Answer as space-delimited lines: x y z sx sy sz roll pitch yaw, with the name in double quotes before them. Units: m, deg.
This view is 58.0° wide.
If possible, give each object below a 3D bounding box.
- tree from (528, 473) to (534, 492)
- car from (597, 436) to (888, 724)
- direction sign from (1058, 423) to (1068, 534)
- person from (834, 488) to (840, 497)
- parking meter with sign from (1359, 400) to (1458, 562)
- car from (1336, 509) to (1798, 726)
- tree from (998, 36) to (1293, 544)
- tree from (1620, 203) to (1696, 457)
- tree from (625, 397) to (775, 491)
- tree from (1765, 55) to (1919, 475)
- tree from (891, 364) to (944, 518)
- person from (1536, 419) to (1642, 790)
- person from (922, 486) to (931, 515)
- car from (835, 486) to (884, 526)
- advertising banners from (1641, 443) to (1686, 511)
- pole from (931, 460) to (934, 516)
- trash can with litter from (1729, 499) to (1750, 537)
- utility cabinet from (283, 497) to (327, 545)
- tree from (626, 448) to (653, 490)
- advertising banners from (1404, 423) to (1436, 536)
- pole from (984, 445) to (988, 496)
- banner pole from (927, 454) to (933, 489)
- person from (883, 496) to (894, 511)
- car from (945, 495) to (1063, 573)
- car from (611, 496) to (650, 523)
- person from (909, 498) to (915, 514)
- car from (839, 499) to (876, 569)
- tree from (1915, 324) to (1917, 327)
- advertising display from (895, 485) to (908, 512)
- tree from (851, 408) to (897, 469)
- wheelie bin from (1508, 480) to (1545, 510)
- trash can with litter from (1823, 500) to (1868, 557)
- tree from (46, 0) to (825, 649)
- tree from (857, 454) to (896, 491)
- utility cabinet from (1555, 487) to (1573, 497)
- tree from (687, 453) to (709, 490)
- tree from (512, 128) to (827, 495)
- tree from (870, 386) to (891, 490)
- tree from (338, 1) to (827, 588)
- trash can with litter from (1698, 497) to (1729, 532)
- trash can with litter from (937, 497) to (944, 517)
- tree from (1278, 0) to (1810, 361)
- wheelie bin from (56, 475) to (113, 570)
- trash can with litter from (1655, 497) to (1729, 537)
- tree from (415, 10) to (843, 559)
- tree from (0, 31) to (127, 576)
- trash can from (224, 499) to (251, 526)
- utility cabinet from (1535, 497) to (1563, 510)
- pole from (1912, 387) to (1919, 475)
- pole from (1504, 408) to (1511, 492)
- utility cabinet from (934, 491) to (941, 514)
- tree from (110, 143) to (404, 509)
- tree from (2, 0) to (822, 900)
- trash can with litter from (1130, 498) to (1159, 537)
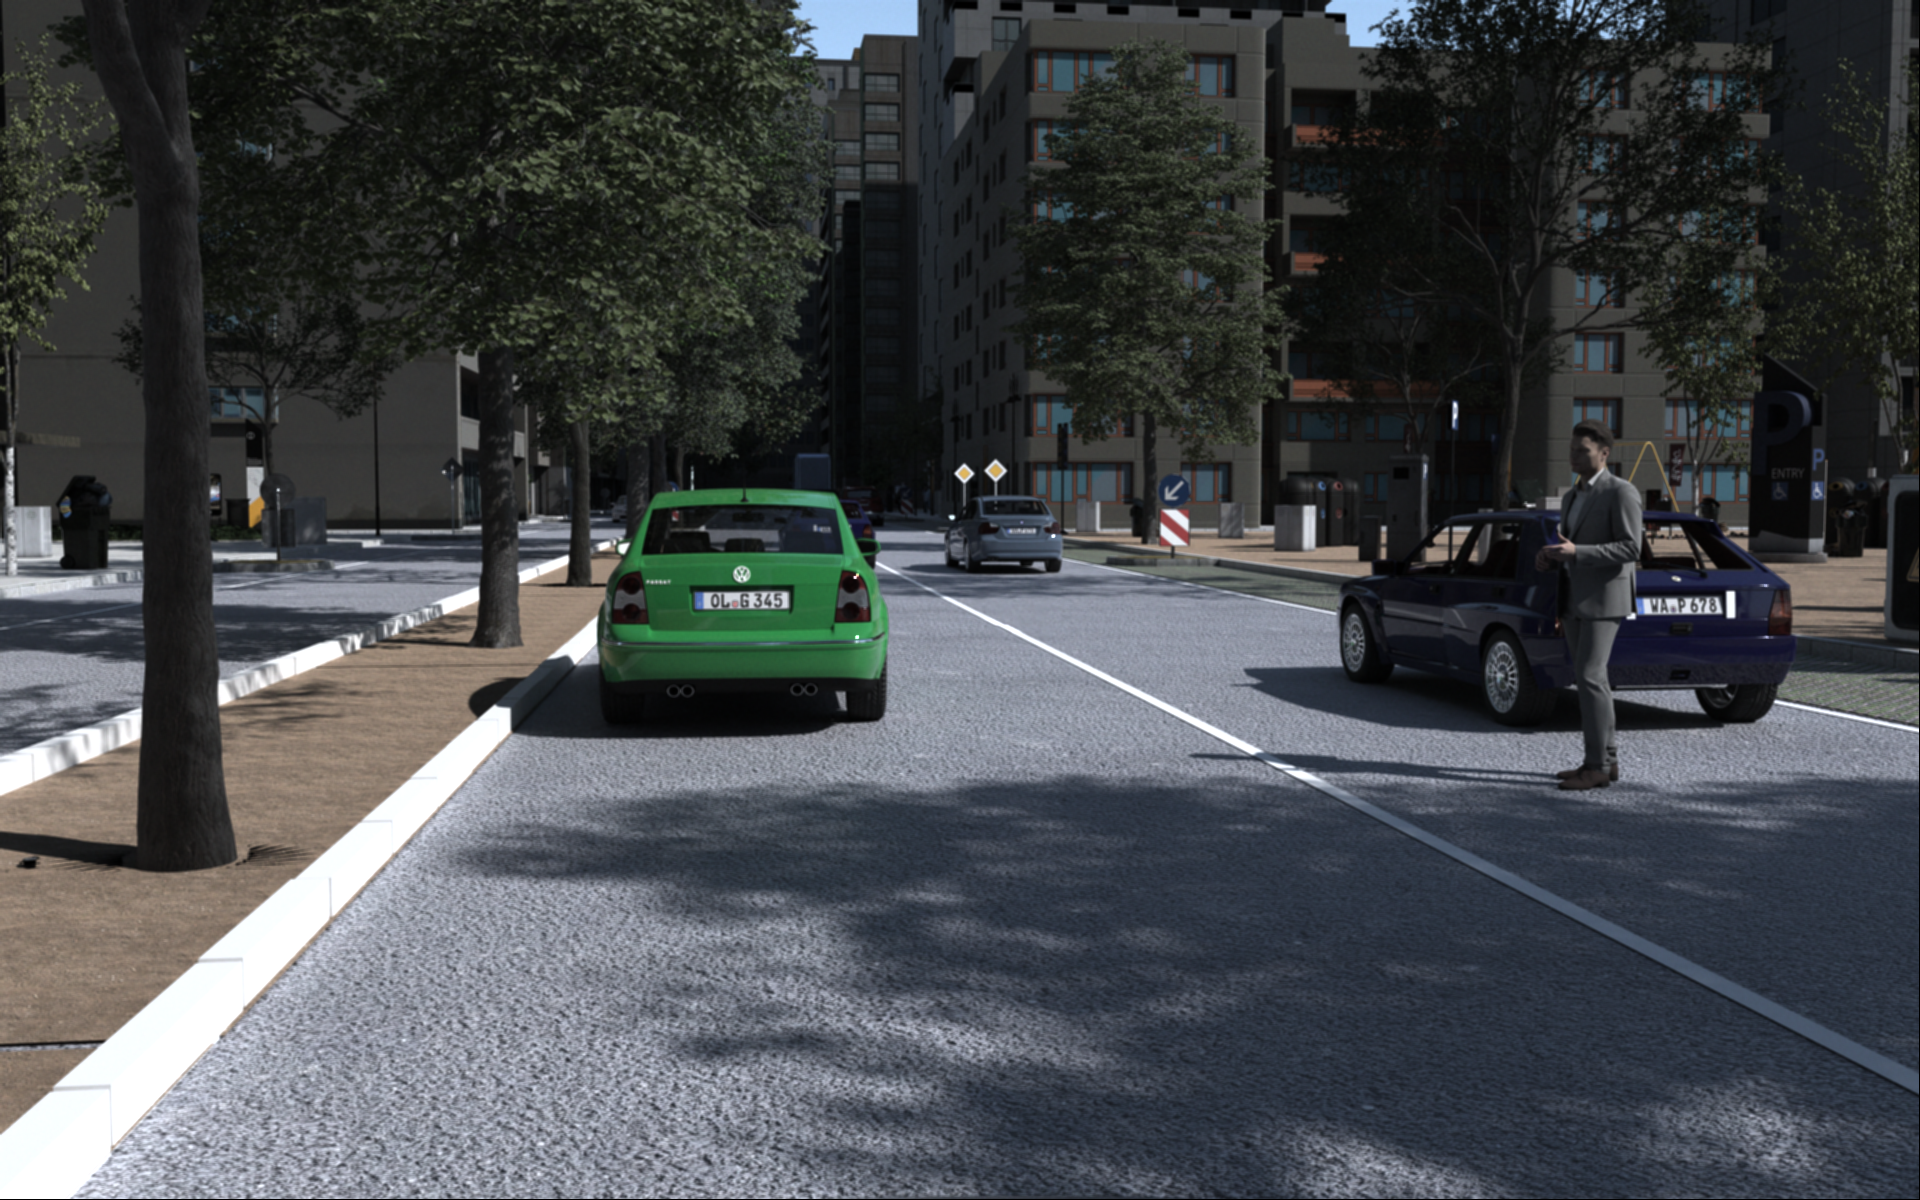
"tree" -22.774 -5.725 88.211 1.663 3.219 1.824 0 3 0
"car" -1.500 -0.211 12.248 1.959 1.807 4.718 0 4 -6
"direction sign" 3.284 -3.880 55.429 0.379 3.537 0.876 -1 4 -17
"person" -7.387 -5.538 99.259 1.509 1.804 0.699 0 4 7
"parking meter with sign" 8.426 -2.225 32.647 1.738 3.016 0.543 2 4 27
"car" 4.005 0.027 12.132 1.945 1.354 3.894 -1 4 -8
"tree" 4.441 -7.704 44.087 7.486 12.596 7.792 0 3 0
"tree" 17.355 -5.501 40.298 4.737 8.622 4.395 0 3 0
"tree" -12.228 -8.563 76.872 8.767 10.594 7.601 0 4 -7
"tree" 15.373 -4.775 28.439 4.737 8.622 4.395 0 3 0
"tree" -1.084 -8.813 94.451 4.737 8.622 4.395 0 3 0
"person" 3.049 0.008 8.566 0.583 1.804 0.606 -1 4 -18
"person" -1.960 -6.088 105.839 0.793 1.790 0.793 0 4 -4
"car" -4.622 -4.270 78.485 2.281 1.827 5.304 0 4 -8
"advertising banners" 24.151 -3.925 60.361 2.074 3.025 0.090 2 4 28
"pole" -1.650 -6.695 103.311 0.158 3.312 0.155 0 3 0
"trash can with litter" 23.801 -2.516 52.189 1.678 1.210 2.233 -1 4 -14
"utility cabinet" -16.631 -2.005 43.948 1.020 1.237 0.306 -2 4 -24
"tree" -34.646 -14.296 184.107 4.737 8.622 4.395 0 3 0
"advertising banners" 11.179 -2.814 42.205 0.090 3.025 2.074 0 4 -6
"pole" 1.079 -4.822 72.683 0.158 3.312 0.155 0 3 0
"banner pole" -1.856 -7.260 108.719 0.401 3.779 0.863 2 4 33
"person" -5.328 -7.108 127.756 1.012 1.151 0.738 -3 5 -44
"car" 0.795 -1.278 32.897 2.014 1.417 4.499 0 4 -8
"car" -16.666 -4.624 87.968 2.083 1.381 4.827 -1 4 -9
"person" -3.249 -6.306 113.422 0.640 1.303 0.475 0 4 -5
"car" -2.666 -1.324 34.224 1.945 1.354 3.894 -1 4 -9
"tree" 21.221 -5.111 33.929 4.360 8.622 3.978 0 3 0
"advertising display" -4.155 -7.188 122.732 0.974 1.923 0.123 1 4 19
"tree" -7.577 -12.143 148.902 4.360 8.622 3.978 0 3 0
"wheelie bin" 12.765 -1.910 39.141 0.980 1.594 0.693 -1 4 -14
"trash can with litter" 18.002 -1.468 35.384 0.624 1.170 1.055 -1 4 -11
"tree" -4.469 -5.849 16.213 7.486 12.596 7.792 0 3 0
"tree" -6.878 -9.694 142.214 4.285 4.588 4.351 0 3 0
"utility cabinet" 19.917 -2.903 56.137 1.173 1.500 0.318 0 4 3
"tree" -19.032 -10.680 127.445 4.360 8.622 3.978 0 3 0
"tree" -8.461 -7.895 48.551 9.611 12.733 9.660 0 3 0
"tree" -3.786 -9.882 111.931 4.737 8.622 4.395 0 3 0
"tree" -5.746 -5.997 26.270 9.928 11.665 9.643 0 3 0
"trash can with litter" 25.404 -2.875 58.399 1.055 1.170 0.624 -2 4 -33
"trash can with litter" -0.263 -5.851 106.723 2.233 1.210 1.678 0 4 4
"tree" 7.828 -5.483 24.065 7.601 10.594 8.767 3 4 38
"wheelie bin" -14.959 -1.331 29.670 0.693 1.594 0.980 0 4 4
"trash can with litter" 20.381 -2.353 49.534 1.678 1.210 2.233 -2 4 -31
"tree" -7.165 -7.881 37.965 9.857 13.997 8.962 0 3 0
"tree" -15.201 -4.693 27.086 4.737 8.622 4.395 0 3 0
"trash can" -21.427 -2.432 51.413 0.748 1.137 0.748 0 3 0
"utility cabinet" 11.931 -1.427 34.489 1.020 1.237 0.306 -2 4 -24
"pole" 18.364 -2.409 33.227 0.158 3.312 0.155 0 3 0
"pole" 12.978 -2.892 41.125 0.158 3.312 0.155 0 3 0
"utility cabinet" -1.459 -6.338 112.306 0.318 1.500 1.173 1 4 9
"tree" -18.319 -6.775 45.189 7.601 10.594 8.767 -2 4 -28
"tree" -2.940 -5.707 6.140 12.009 13.543 11.850 0 3 0
"trash can with litter" 5.580 -2.470 51.771 0.624 1.170 1.055 -3 5 -40
